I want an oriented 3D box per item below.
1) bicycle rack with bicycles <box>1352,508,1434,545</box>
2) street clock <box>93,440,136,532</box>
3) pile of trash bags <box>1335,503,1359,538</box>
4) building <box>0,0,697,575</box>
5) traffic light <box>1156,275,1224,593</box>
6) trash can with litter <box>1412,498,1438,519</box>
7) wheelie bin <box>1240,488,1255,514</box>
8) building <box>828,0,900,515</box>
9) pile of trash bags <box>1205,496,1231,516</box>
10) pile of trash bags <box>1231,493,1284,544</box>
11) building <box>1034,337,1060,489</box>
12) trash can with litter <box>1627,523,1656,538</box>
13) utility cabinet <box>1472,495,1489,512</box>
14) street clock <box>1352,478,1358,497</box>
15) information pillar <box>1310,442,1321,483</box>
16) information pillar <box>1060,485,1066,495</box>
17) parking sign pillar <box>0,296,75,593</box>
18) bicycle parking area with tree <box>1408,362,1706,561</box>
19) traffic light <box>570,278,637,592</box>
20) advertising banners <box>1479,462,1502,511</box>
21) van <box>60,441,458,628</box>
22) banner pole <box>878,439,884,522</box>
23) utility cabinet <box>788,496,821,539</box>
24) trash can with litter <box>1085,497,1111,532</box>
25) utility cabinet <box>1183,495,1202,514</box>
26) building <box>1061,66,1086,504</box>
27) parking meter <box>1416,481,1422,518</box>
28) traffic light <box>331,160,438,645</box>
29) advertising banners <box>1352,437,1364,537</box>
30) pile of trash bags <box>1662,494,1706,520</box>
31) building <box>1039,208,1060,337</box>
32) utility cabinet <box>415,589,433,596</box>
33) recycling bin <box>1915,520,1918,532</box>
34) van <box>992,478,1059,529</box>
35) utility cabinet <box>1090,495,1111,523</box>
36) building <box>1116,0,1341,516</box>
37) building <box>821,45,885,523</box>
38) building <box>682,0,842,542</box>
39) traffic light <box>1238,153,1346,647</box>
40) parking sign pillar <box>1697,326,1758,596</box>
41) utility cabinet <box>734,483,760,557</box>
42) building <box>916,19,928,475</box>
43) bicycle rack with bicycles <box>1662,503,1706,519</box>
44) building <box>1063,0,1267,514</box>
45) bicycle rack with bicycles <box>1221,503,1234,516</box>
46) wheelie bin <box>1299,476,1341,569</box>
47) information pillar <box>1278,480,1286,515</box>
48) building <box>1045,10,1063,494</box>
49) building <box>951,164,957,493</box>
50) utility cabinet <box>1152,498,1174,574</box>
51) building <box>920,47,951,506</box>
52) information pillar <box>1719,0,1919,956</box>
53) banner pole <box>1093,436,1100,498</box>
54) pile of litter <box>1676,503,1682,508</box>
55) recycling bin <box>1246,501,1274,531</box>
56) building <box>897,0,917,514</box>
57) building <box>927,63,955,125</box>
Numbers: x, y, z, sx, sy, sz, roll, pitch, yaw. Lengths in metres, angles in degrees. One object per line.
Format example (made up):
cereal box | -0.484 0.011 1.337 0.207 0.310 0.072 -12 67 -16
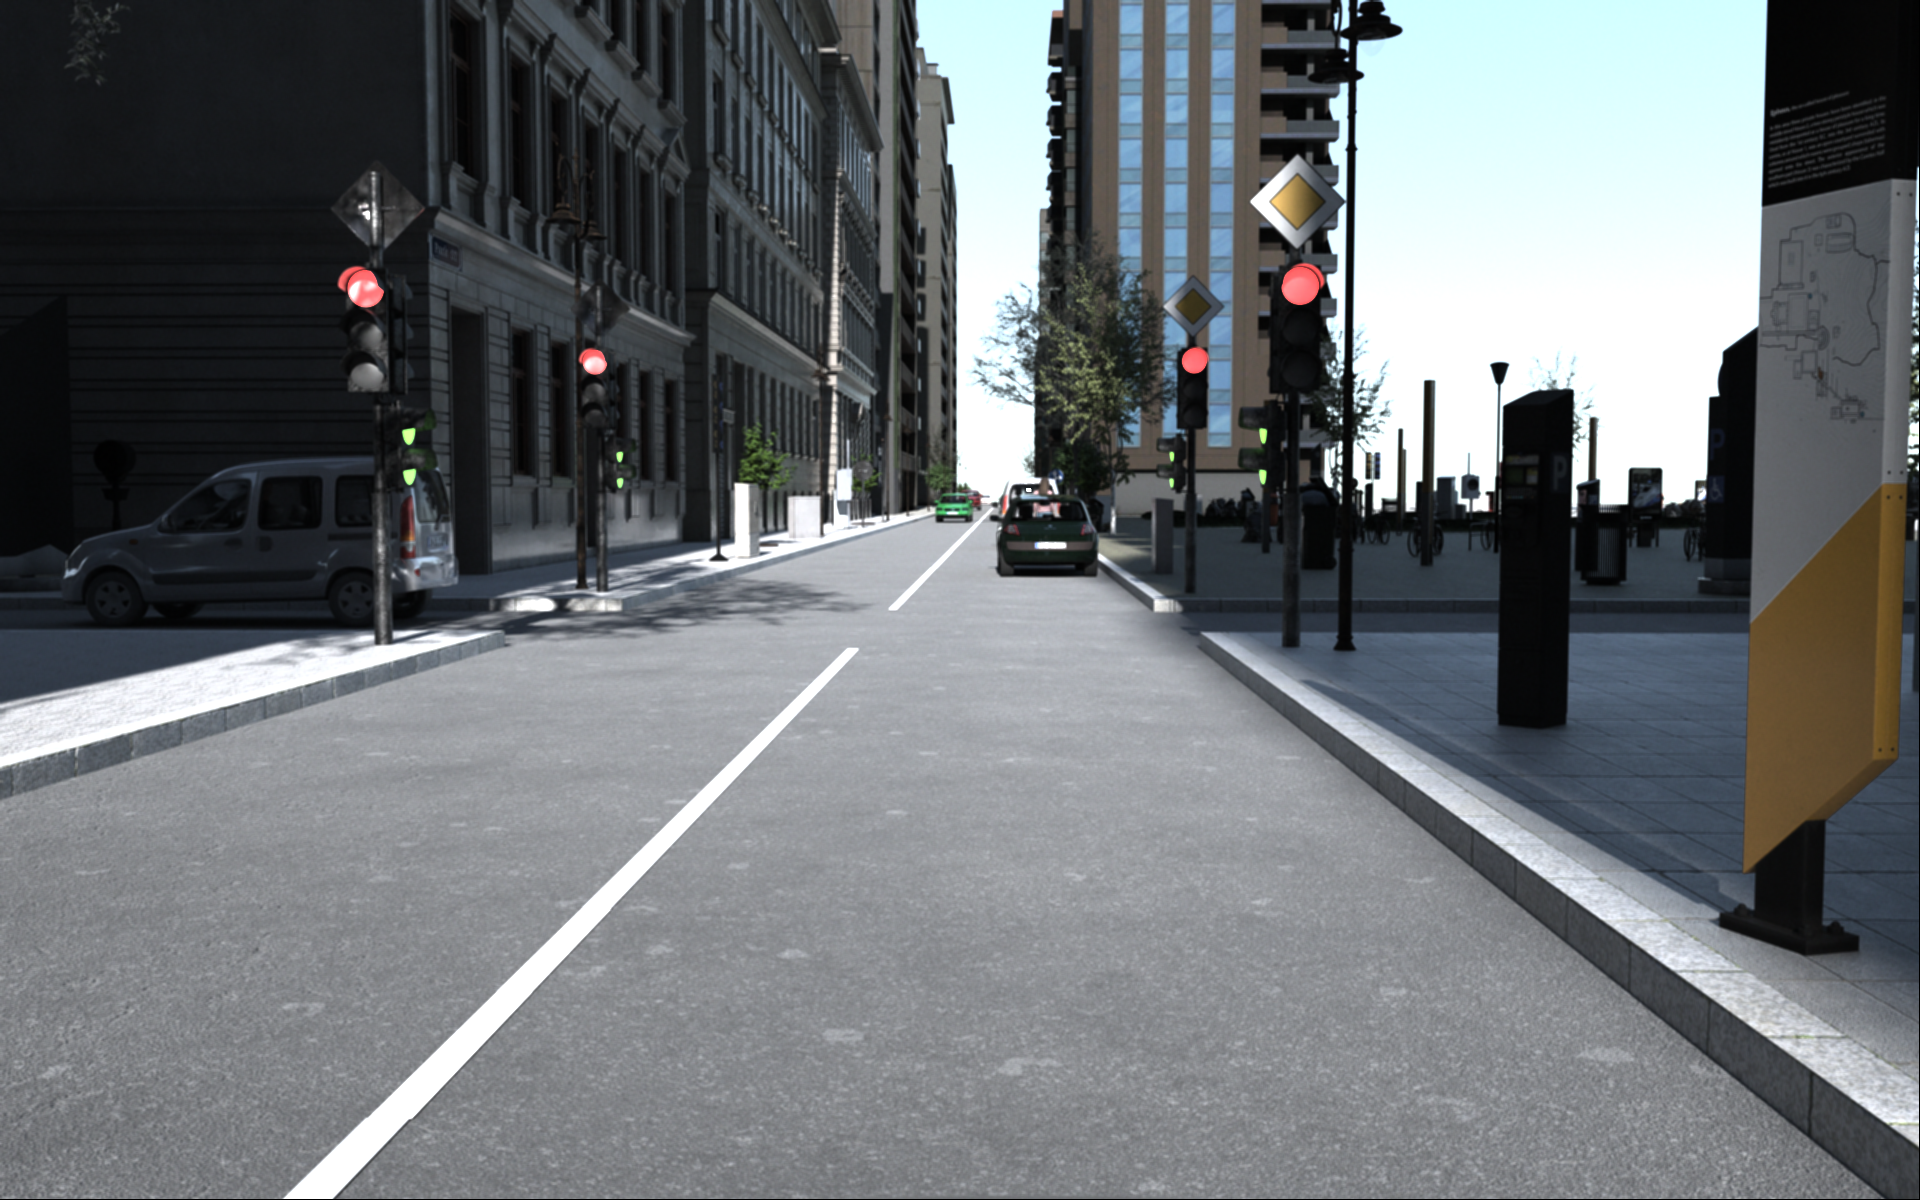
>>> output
bicycle rack with bicycles | 11.231 -1.931 44.958 2.852 0.926 2.925 1 4 16
street clock | -11.347 -1.145 23.299 0.471 2.002 0.358 0 4 5
pile of trash bags | 10.620 -2.486 50.398 1.912 1.369 3.447 1 4 12
building | -12.343 -12.115 34.245 11.583 22.565 21.152 0 4 2
traffic light | 2.981 -2.050 22.433 0.839 4.253 0.868 0 4 2
trash can with litter | 18.967 -3.638 70.872 1.055 1.170 0.624 -1 4 -17
wheelie bin | 14.267 -4.774 85.967 0.693 1.594 0.980 0 4 0
building | -11.138 -25.749 104.585 14.154 41.232 14.086 0 4 2
pile of trash bags | 14.367 -4.973 91.065 1.912 1.369 3.447 3 5 39
pile of trash bags | 8.336 -2.205 45.812 1.912 1.369 3.447 1 4 13
building | 22.787 -21.963 204.142 27.650 21.520 28.899 0 4 2
trash can with litter | 19.541 -2.353 49.865 0.624 1.170 1.055 -3 4 -39
utility cabinet | 27.244 -4.876 90.885 1.020 1.237 0.306 -1 4 -19
street clock | 17.612 -4.477 77.774 0.358 2.002 0.471 -3 5 -41
information pillar | 16.054 -5.309 78.159 0.504 3.616 0.183 0 4 -8
information pillar | 5.702 -5.602 96.081 0.304 2.012 0.304 -1 4 -9
parking sign pillar | -12.593 -2.121 23.147 1.447 3.967 1.447 2 4 27
bicycle parking area with tree | 14.068 -3.030 36.539 8.231 4.147 9.016 3 5 44
traffic light | -4.678 -2.061 22.623 0.839 4.253 0.868 0 4 2
advertising banners | 28.872 -6.007 94.406 2.074 3.025 0.090 3 4 37
van | -7.797 -0.753 19.326 4.112 2.044 2.013 0 4 1
banner pole | -3.551 -5.381 77.998 0.401 3.779 0.863 1 4 17
utility cabinet | -4.475 -2.360 49.749 0.306 1.237 1.020 3 5 43
trash can with litter | 4.715 -2.894 58.699 1.055 1.170 0.624 -3 4 -39
utility cabinet | 13.093 -5.272 97.356 1.020 1.237 0.306 0 4 -1
building | 14.053 -21.333 120.502 14.160 30.474 14.107 0 4 2
parking meter | 21.055 -4.505 79.374 0.255 1.863 0.399 2 4 28
traffic light | -4.893 -1.573 14.641 0.839 4.253 0.868 0 4 2
advertising banners | 12.053 -3.457 52.706 0.090 3.025 2.074 0 4 3
pile of trash bags | 31.698 -4.066 76.227 3.447 1.369 1.912 -2 4 -26
building | 18.311 -34.586 249.077 14.154 41.232 14.086 0 4 2
utility cabinet | -7.210 -0.664 22.023 1.020 1.237 0.306 1 4 21
recycling bin | 32.690 -2.868 59.448 0.722 1.027 0.722 3 5 42
van | 1.847 -2.377 45.881 2.013 2.044 4.112 0 4 1
utility cabinet | 6.307 -4.038 77.182 1.020 1.237 0.306 -2 4 -24
building | 14.620 -27.843 105.352 14.600 45.320 14.200 0 4 2
building | -9.885 -15.645 84.681 11.050 23.489 19.941 0 4 2
building | -13.509 -13.856 59.832 16.112 22.955 30.059 0 4 2
traffic light | 2.766 -1.561 14.451 0.839 4.253 0.868 0 4 2
parking sign pillar | 10.321 -2.067 22.271 1.447 3.967 1.447 -1 4 -10
utility cabinet | -4.296 -1.614 35.060 0.318 1.500 1.173 0 4 3
building | -14.908 -32.349 148.509 23.786 49.044 30.456 0 4 2
bicycle rack with bicycles | 27.903 -3.312 67.535 2.852 0.926 2.925 2 4 32
building | 15.090 -29.632 134.602 14.600 45.320 14.200 0 4 2
bicycle rack with bicycles | 12.231 -3.708 74.014 2.852 0.926 2.925 1 4 11
wheelie bin | 6.093 -1.332 29.679 0.693 1.594 0.980 0 4 -4
information pillar | 16.608 -5.192 89.374 0.304 2.012 0.304 2 4 26
building | 18.948 -30.736 157.163 22.147 44.769 28.867 0 4 2
building | -11.357 -37.807 241.850 21.300 48.544 21.600 0 4 2
utility cabinet | 3.321 -1.052 28.368 0.306 1.237 1.020 0 4 3
building | -12.348 -34.811 192.855 21.300 48.544 21.600 0 4 2
information pillar | 2.410 -0.823 4.806 0.183 3.616 0.504 -1 4 -17
banner pole | 5.697 -5.031 72.266 0.401 3.779 0.863 -1 4 -18
pile of litter | 36.949 -4.582 88.881 1.719 0.858 1.176 3 5 42
recycling bin | 10.393 -2.897 59.917 0.722 1.027 0.722 -2 4 -26
building | -14.246 -30.509 122.518 21.300 48.544 21.600 0 4 2
building | -15.325 -38.415 217.317 28.713 52.752 27.495 0 4 2
